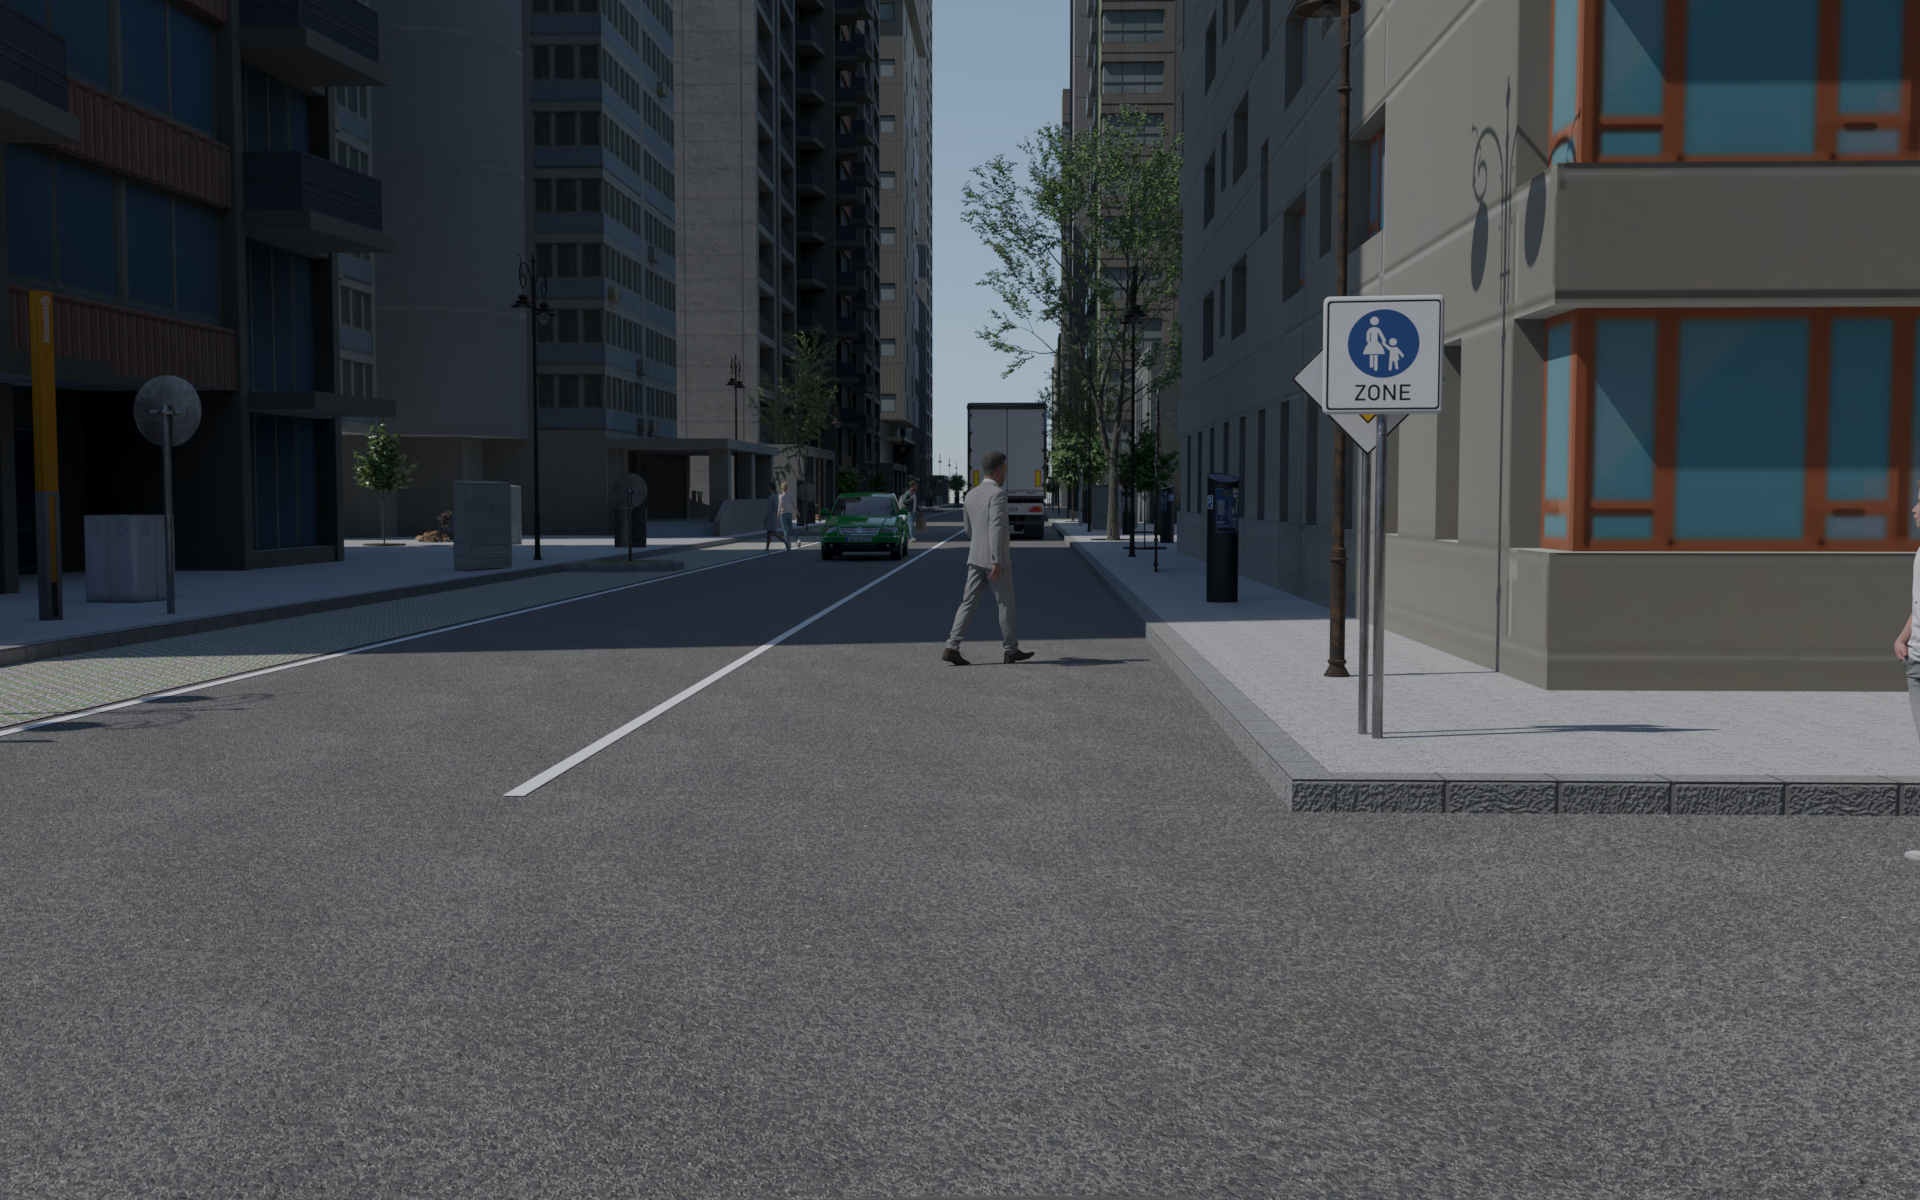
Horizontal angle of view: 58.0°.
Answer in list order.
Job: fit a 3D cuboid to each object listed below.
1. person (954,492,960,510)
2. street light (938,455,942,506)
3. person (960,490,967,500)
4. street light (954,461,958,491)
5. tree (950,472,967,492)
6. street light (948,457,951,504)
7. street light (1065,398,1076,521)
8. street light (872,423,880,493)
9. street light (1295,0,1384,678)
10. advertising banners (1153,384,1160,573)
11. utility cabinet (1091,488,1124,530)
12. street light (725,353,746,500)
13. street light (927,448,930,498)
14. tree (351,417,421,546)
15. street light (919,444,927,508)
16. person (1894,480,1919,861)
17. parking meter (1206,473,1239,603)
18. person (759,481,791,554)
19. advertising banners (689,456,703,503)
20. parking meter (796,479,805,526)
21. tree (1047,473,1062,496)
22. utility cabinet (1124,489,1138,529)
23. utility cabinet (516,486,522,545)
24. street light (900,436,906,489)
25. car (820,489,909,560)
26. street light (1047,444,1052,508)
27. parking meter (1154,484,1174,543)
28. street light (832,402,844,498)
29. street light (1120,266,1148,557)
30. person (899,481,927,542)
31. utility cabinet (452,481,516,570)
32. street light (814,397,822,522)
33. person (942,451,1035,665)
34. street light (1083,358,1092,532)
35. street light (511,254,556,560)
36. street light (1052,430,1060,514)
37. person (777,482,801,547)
[{"bbox_3d":[-0.313,-9.069,158.250,0.593,1.643,0.415,-2,4,-31],"label":"person"},{"bbox_3d":[-2.237,-13.509,193.654,0.468,5.910,1.993,0,4,2],"label":"street light"},{"bbox_3d":[0.611,-8.094,140.858,1.348,1.821,0.705,-1,4,-10],"label":"person"},{"bbox_3d":[-0.500,-16.356,240.213,0.468,5.910,1.993,0,4,2],"label":"street light"},{"bbox_3d":[-0.436,-15.968,244.792,4.285,4.588,4.351,0,3,0],"label":"tree"},{"bbox_3d":[-1.315,-14.927,216.836,0.468,5.910,1.993,0,4,2],"label":"street light"},{"bbox_3d":[5.416,-6.735,82.906,0.468,5.910,1.993,0,4,2],"label":"street light"},{"bbox_3d":[-5.308,-8.441,110.799,0.468,5.910,1.993,0,4,2],"label":"street light"},{"bbox_3d":[2.654,-2.399,12.016,0.468,5.910,1.993,0,4,2],"label":"street light"},{"bbox_3d":[3.248,-1.984,28.618,0.090,3.025,2.074,0,4,6],"label":"advertising banners"},{"bbox_3d":[5.189,-3.226,61.417,0.318,1.500,1.173,-3,5,-41],"label":"utility cabinet"},{"bbox_3d":[-7.357,-5.149,56.966,0.468,5.910,1.993,0,4,2],"label":"street light"},{"bbox_3d":[-3.107,-12.034,169.543,0.468,5.910,1.993,0,4,2],"label":"street light"},{"bbox_3d":[-14.208,-2.963,43.039,1.663,3.219,1.824,0,3,0],"label":"tree"},{"bbox_3d":[-3.555,-11.294,157.446,0.468,5.910,1.993,0,4,2],"label":"street light"},{"bbox_3d":[3.821,0.273,6.641,0.523,1.515,0.503,-2,4,-34],"label":"person"},{"bbox_3d":[3.120,-0.744,20.573,0.372,1.533,0.369,0,3,0],"label":"parking meter"},{"bbox_3d":[-4.404,-1.950,41.137,0.760,1.731,0.466,-1,4,-23],"label":"person"},{"bbox_3d":[-11.713,-4.900,76.310,0.090,3.025,2.074,1,4,11],"label":"advertising banners"},{"bbox_3d":[-6.357,-3.876,69.077,0.255,1.863,0.399,-1,4,-21],"label":"parking meter"},{"bbox_3d":[8.293,-9.828,155.288,1.663,3.219,1.824,0,3,0],"label":"tree"},{"bbox_3d":[5.936,-3.364,63.688,1.173,1.500,0.318,2,4,27],"label":"utility cabinet"},{"bbox_3d":[-11.300,-2.087,42.802,0.318,1.500,1.173,1,4,21],"label":"utility cabinet"},{"bbox_3d":[-4.418,-9.859,133.982,0.468,5.910,1.993,0,4,2],"label":"street light"},{"bbox_3d":[-2.115,-1.849,39.035,1.959,1.807,4.718,0,4,1],"label":"car"},{"bbox_3d":[7.347,-10.026,136.715,0.468,5.910,1.993,0,4,2],"label":"street light"},{"bbox_3d":[5.432,-2.264,45.431,0.372,1.533,0.369,0,3,0],"label":"parking meter"},{"bbox_3d":[-6.162,-7.004,87.299,0.468,5.910,1.993,0,4,2],"label":"street light"},{"bbox_3d":[3.515,-3.817,35.201,0.468,5.910,1.993,0,4,2],"label":"street light"},{"bbox_3d":[-1.388,-2.620,51.321,0.794,1.824,0.713,-3,5,-41],"label":"person"},{"bbox_3d":[-8.080,-1.265,29.355,0.318,1.500,1.173,1,4,23],"label":"utility cabinet"},{"bbox_3d":[-6.496,-6.567,80.151,0.468,5.910,1.993,0,4,2],"label":"street light"},{"bbox_3d":[0.226,-0.353,14.552,0.850,1.792,0.678,-2,4,-35],"label":"person"},{"bbox_3d":[4.394,-5.254,58.693,0.468,5.910,1.993,0,4,2],"label":"street light"},{"bbox_3d":[-8.211,-3.713,33.495,0.468,5.910,1.993,0,4,2],"label":"street light"},{"bbox_3d":[6.486,-8.608,113.531,0.468,5.910,1.993,0,4,2],"label":"street light"},{"bbox_3d":[-4.504,-2.275,46.362,0.598,1.740,0.731,2,4,29],"label":"person"}]
